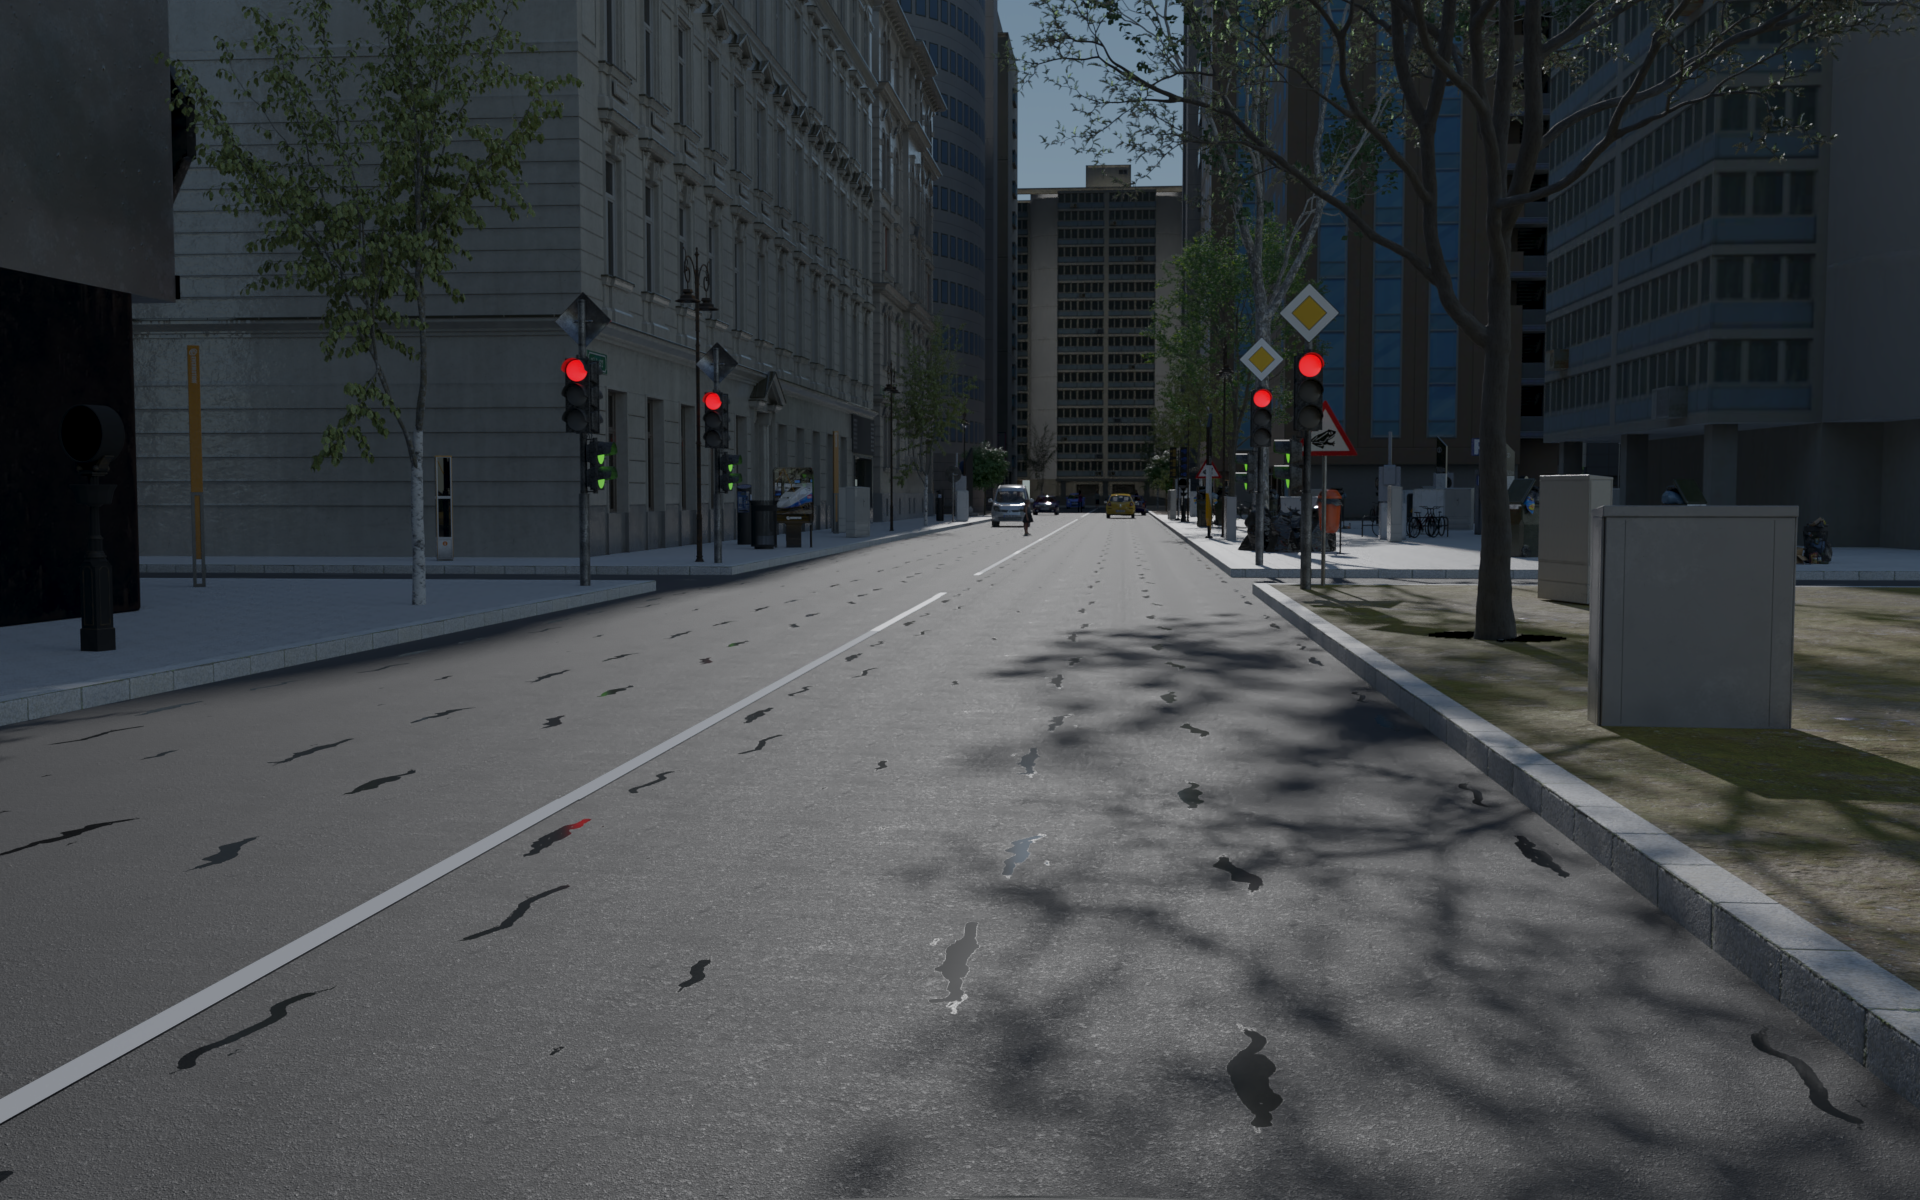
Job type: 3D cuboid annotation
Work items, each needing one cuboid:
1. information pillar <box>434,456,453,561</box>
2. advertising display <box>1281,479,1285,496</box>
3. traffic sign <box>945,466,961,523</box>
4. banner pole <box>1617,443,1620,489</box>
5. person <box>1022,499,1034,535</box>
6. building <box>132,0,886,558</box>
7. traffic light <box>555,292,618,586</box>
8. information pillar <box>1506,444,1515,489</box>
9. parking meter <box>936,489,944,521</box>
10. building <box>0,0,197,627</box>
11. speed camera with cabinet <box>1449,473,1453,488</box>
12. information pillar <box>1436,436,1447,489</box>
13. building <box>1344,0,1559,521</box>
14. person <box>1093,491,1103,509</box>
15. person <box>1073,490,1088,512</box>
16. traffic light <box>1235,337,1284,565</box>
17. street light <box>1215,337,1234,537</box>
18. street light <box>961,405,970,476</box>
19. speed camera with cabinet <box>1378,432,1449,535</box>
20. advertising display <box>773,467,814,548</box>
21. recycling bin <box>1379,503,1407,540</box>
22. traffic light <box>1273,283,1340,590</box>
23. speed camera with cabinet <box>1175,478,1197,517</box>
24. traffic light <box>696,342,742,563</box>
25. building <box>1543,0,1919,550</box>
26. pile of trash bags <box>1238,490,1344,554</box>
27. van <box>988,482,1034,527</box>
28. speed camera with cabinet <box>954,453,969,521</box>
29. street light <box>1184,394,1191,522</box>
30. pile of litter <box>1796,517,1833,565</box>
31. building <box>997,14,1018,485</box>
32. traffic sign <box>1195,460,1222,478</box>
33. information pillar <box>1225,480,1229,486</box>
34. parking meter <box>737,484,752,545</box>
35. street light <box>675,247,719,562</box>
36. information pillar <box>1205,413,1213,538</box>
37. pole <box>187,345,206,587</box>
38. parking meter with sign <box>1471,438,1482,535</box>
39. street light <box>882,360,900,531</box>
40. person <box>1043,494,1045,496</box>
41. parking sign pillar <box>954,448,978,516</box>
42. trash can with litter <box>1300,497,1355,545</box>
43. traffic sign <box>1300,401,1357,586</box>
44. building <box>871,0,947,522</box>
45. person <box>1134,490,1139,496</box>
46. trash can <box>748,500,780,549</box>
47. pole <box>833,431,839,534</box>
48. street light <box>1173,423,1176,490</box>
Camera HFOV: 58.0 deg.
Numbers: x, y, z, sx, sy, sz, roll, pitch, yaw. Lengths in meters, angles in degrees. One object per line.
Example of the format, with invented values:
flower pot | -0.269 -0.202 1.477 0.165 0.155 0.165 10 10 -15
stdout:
information pillar | -9.905 -1.757 33.226 0.304 2.012 0.304 -1 4 -22
advertising display | 13.414 -4.082 71.952 0.123 1.923 0.974 1 4 9
traffic sign | -0.317 -4.769 78.071 0.768 2.556 0.104 1 4 14
banner pole | 29.822 -5.412 78.497 0.401 3.779 0.863 1 4 20
person | 2.399 -2.918 60.872 0.373 1.253 0.362 2 4 30
building | -13.407 -17.104 56.058 17.030 29.872 44.131 0 4 5
traffic light | -5.231 -2.154 24.134 0.839 4.253 0.868 0 4 5
information pillar | 25.185 -5.389 79.469 0.504 3.616 0.183 -1 4 -15
parking meter | -0.949 -4.503 82.031 0.372 1.533 0.369 0 3 0
building | -17.796 -8.969 14.097 16.811 18.784 16.820 0 4 5
speed camera with cabinet | 19.050 -4.671 70.714 2.038 3.252 0.660 0 4 -2
information pillar | 19.425 -4.805 69.922 0.183 3.616 0.504 -3 4 -37
building | 23.033 -26.786 88.060 14.600 45.320 14.200 0 4 5
person | 13.074 -9.472 164.151 1.217 1.735 0.721 -2 4 -35
person | 9.434 -7.743 135.774 1.217 1.739 0.721 1 4 17
traffic light | 5.388 -2.584 31.172 0.839 4.253 0.868 0 4 5
street light | 7.789 -4.787 51.057 0.468 5.910 1.993 0 4 5
street light | 0.223 -6.998 87.208 0.468 5.910 1.993 0 4 5
speed camera with cabinet | 14.328 -3.704 54.896 2.038 3.252 0.660 1 4 16
advertising display | -3.983 -2.215 41.426 0.974 1.923 0.123 -1 4 -14
recycling bin | 12.220 -2.225 48.932 0.722 1.027 0.722 1 4 10
traffic light | 4.638 -2.098 23.222 0.839 4.253 0.868 0 4 5
speed camera with cabinet | 13.252 -6.393 98.857 0.660 3.252 2.038 -3 5 -42
traffic light | -4.481 -2.640 32.084 0.839 4.253 0.868 0 4 5
building | 30.165 -21.668 46.146 23.993 40.220 32.217 0 4 5
pile of trash bags | 7.572 -1.750 38.371 1.912 1.369 3.447 -1 4 -14
van | 2.290 -4.289 77.137 2.013 2.044 4.112 0 4 4
speed camera with cabinet | 0.069 -5.390 82.466 0.660 3.252 2.038 0 4 -4
street light | 10.291 -6.438 78.043 0.468 5.910 1.993 0 4 5
pile of litter | 15.601 -1.112 32.145 1.719 0.858 1.176 -3 5 -43
building | -5.468 -33.459 170.751 21.600 48.544 21.300 0 4 5
traffic sign | 8.380 -3.573 58.421 0.884 2.594 0.081 1 4 13
information pillar | 13.908 -5.246 90.271 0.304 2.012 0.304 2 4 33
parking meter | -5.461 -2.169 43.880 0.372 1.533 0.369 0 3 0
street light | -4.926 -3.657 32.584 0.468 5.910 1.993 0 4 5
information pillar | 7.207 -3.595 50.137 0.183 3.616 0.504 1 4 18
pole | -10.522 -1.836 23.858 0.158 3.312 0.155 0 3 0
parking meter with sign | 16.583 -3.579 54.775 0.543 3.016 1.738 2 4 26
street light | -2.371 -5.330 59.928 0.468 5.910 1.993 0 4 5
person | 6.483 -7.583 135.711 0.599 1.433 0.991 2 4 29
parking sign pillar | 0.346 -6.821 99.989 1.447 3.967 1.447 1 4 19
trash can with litter | 8.916 -2.061 44.757 1.678 1.210 2.233 -1 4 -9
traffic sign | 5.080 -1.478 24.169 0.884 2.594 0.081 0 4 8
building | -8.674 -18.483 89.582 14.401 28.519 23.554 0 4 5
person | 14.928 -8.476 147.089 0.705 1.822 1.348 -2 4 -24
trash can | -4.568 -1.755 40.348 0.748 1.137 0.748 0 3 0
pole | -4.019 -3.805 56.054 0.158 3.312 0.155 0 3 0
street light | 12.985 -8.091 105.077 0.468 5.910 1.993 0 4 5
